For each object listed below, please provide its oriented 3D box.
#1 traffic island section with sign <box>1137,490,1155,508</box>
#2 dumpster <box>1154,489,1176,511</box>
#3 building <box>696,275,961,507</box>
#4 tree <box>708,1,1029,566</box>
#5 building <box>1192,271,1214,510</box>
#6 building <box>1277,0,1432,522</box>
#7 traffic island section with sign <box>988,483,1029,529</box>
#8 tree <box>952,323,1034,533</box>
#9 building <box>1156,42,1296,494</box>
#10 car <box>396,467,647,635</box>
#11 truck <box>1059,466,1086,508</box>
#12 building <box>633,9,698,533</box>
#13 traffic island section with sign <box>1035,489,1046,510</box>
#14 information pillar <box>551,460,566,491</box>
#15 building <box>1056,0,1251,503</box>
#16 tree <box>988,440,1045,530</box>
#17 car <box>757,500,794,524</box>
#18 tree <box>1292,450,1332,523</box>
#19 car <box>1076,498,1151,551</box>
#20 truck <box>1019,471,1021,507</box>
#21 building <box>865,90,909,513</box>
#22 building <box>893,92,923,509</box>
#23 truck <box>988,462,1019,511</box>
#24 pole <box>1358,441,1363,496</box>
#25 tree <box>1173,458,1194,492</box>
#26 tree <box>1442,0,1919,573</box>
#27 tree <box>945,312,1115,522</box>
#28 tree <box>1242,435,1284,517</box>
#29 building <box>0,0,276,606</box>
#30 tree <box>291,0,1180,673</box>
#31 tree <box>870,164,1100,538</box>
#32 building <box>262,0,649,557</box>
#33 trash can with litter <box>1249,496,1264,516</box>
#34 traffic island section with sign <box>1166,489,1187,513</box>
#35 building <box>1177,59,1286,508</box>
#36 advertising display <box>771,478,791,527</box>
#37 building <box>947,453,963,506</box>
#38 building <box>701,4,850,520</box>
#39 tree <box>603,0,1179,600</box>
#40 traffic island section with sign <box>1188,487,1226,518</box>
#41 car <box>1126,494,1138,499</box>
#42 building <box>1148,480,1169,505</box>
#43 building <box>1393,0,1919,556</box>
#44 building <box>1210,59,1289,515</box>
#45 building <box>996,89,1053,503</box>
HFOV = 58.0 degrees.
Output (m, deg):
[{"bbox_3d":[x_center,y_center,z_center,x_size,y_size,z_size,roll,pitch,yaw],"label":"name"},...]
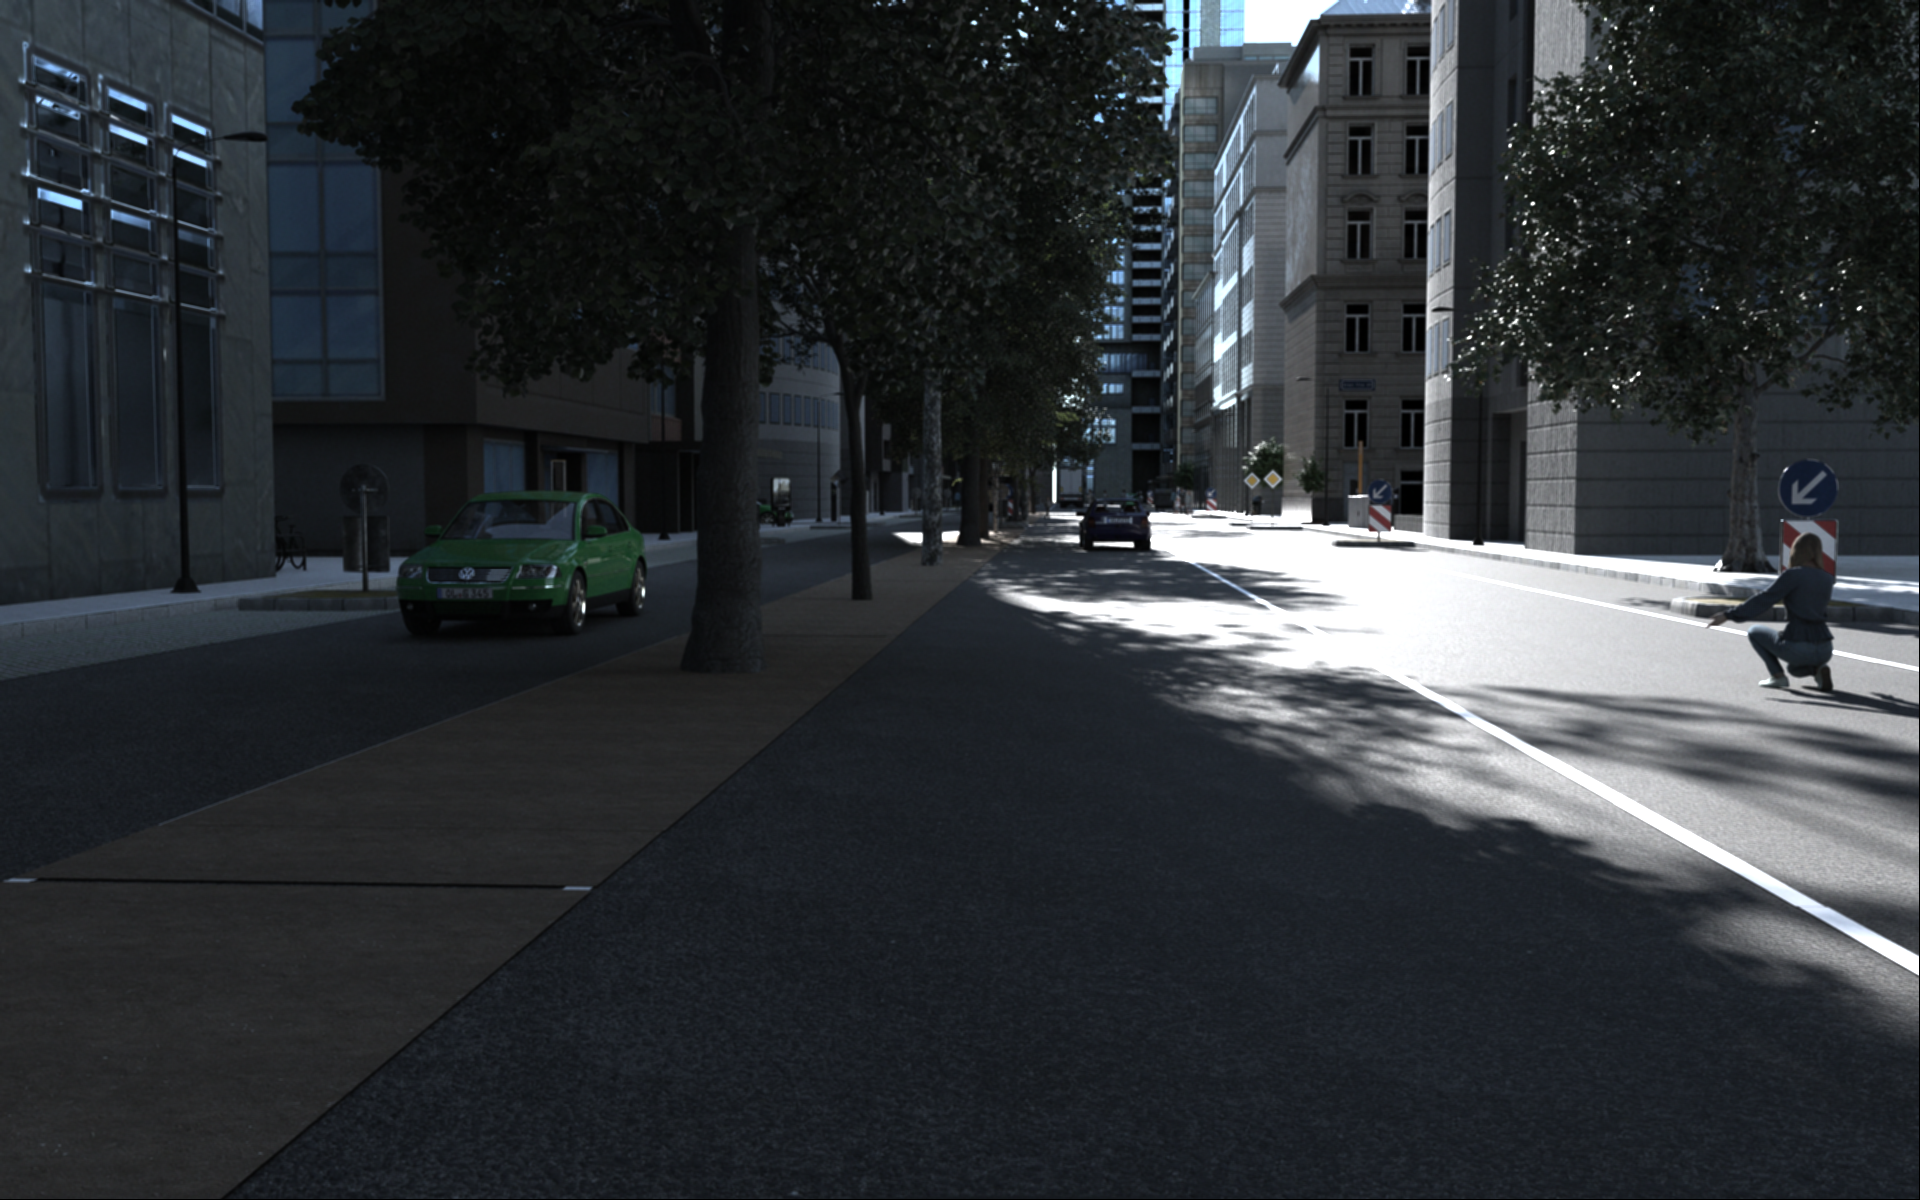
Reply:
[{"bbox_3d":[19.594,-10.473,179.867,1.989,1.847,2.006,0,4,4],"label":"traffic island section with sign"},{"bbox_3d":[17.014,-8.279,143.574,1.865,1.857,1.264,0,4,3],"label":"dumpster"},{"bbox_3d":[-11.437,-31.456,168.929,22.147,44.769,28.867,0,4,4],"label":"building"},{"bbox_3d":[-1.715,-10.800,34.931,12.611,20.169,13.585,0,3,0],"label":"tree"},{"bbox_3d":[24.718,-18.003,143.500,9.793,20.994,18.267,0,4,4],"label":"building"},{"bbox_3d":[28.508,-17.476,82.989,25.104,27.353,12.463,0,4,4],"label":"building"},{"bbox_3d":[2.128,-4.314,78.666,2.006,1.907,1.989,0,4,4],"label":"traffic island section with sign"},{"bbox_3d":[1.307,-6.742,63.052,4.360,8.622,3.978,0,3,0],"label":"tree"},{"bbox_3d":[33.890,-34.798,188.557,23.786,49.044,30.456,0,4,4],"label":"building"},{"bbox_3d":[-4.693,-0.626,19.031,1.959,1.807,4.718,0,4,2],"label":"car"},{"bbox_3d":[11.760,-11.783,181.557,2.839,4.237,11.283,0,4,5],"label":"truck"},{"bbox_3d":[-22.311,-24.763,59.504,28.867,44.769,22.147,0,4,4],"label":"building"},{"bbox_3d":[6.830,-8.900,153.657,2.006,1.907,1.989,0,4,4],"label":"traffic island section with sign"},{"bbox_3d":[-8.641,-2.008,37.325,0.304,2.012,0.304,-1,4,-9],"label":"information pillar"},{"bbox_3d":[29.404,-57.128,246.716,31.000,86.520,22.319,0,4,4],"label":"building"},{"bbox_3d":[1.386,-7.026,67.696,4.737,8.622,4.395,0,3,0],"label":"tree"},{"bbox_3d":[-9.614,-4.073,75.382,4.718,1.807,1.959,0,4,3],"label":"car"},{"bbox_3d":[15.638,-5.019,76.665,1.663,3.219,1.824,0,3,0],"label":"tree"},{"bbox_3d":[4.025,-1.998,45.254,1.945,1.354,3.894,0,4,2],"label":"car"},{"bbox_3d":[5.833,-12.535,193.862,2.839,4.237,11.283,0,4,5],"label":"truck"},{"bbox_3d":[-11.280,-21.418,121.883,14.160,30.474,14.107,0,4,4],"label":"building"},{"bbox_3d":[-10.120,-28.134,143.581,14.154,41.232,14.086,0,4,4],"label":"building"},{"bbox_3d":[3.478,-9.628,146.338,2.839,4.237,11.283,0,4,5],"label":"truck"},{"bbox_3d":[15.348,-4.439,66.413,0.158,3.312,0.155,0,3,0],"label":"pole"},{"bbox_3d":[20.831,-10.598,156.991,4.285,4.588,4.351,0,3,0],"label":"tree"},{"bbox_3d":[12.827,-6.803,28.242,9.611,12.733,9.660,0,3,0],"label":"tree"},{"bbox_3d":[2.589,-9.947,82.102,9.611,12.733,9.660,0,3,0],"label":"tree"},{"bbox_3d":[17.361,-6.859,95.866,4.285,4.588,4.351,0,3,0],"label":"tree"},{"bbox_3d":[-20.692,-42.606,9.285,22.319,86.520,31.000,0,4,4],"label":"building"},{"bbox_3d":[-1.914,-6.400,13.759,9.857,13.997,8.962,0,3,0],"label":"tree"},{"bbox_3d":[0.666,-8.306,56.388,7.486,12.596,7.792,0,3,0],"label":"tree"},{"bbox_3d":[-16.088,-23.899,40.857,14.600,45.320,14.200,0,4,4],"label":"building"},{"bbox_3d":[17.423,-5.531,101.823,0.624,1.170,1.055,2,4,30],"label":"trash can with litter"},{"bbox_3d":[16.450,-7.409,129.764,1.989,1.847,2.006,0,4,4],"label":"traffic island section with sign"},{"bbox_3d":[28.027,-29.559,166.889,14.154,41.232,14.086,0,4,4],"label":"building"},{"bbox_3d":[-7.046,-3.848,68.129,0.123,1.923,0.974,3,5,40],"label":"advertising display"},{"bbox_3d":[-6.337,-25.637,190.859,14.160,30.474,14.107,0,4,4],"label":"building"},{"bbox_3d":[-17.225,-33.654,92.237,21.231,58.520,28.212,0,4,4],"label":"building"},{"bbox_3d":[-1.276,-5.292,23.395,8.767,10.594,7.601,0,4,4],"label":"tree"},{"bbox_3d":[14.756,-5.764,102.862,1.989,1.847,2.006,0,4,4],"label":"traffic island section with sign"},{"bbox_3d":[16.142,-9.518,164.414,1.959,1.807,4.718,0,4,3],"label":"car"},{"bbox_3d":[39.953,-32.039,215.726,32.217,40.220,23.993,0,4,4],"label":"building"},{"bbox_3d":[24.247,-30.941,47.885,21.231,58.520,28.212,0,4,4],"label":"building"},{"bbox_3d":[24.108,-20.902,119.233,11.434,29.767,29.804,0,4,4],"label":"building"},{"bbox_3d":[-0.667,-43.169,247.819,28.212,58.520,21.231,0,4,4],"label":"building"}]
